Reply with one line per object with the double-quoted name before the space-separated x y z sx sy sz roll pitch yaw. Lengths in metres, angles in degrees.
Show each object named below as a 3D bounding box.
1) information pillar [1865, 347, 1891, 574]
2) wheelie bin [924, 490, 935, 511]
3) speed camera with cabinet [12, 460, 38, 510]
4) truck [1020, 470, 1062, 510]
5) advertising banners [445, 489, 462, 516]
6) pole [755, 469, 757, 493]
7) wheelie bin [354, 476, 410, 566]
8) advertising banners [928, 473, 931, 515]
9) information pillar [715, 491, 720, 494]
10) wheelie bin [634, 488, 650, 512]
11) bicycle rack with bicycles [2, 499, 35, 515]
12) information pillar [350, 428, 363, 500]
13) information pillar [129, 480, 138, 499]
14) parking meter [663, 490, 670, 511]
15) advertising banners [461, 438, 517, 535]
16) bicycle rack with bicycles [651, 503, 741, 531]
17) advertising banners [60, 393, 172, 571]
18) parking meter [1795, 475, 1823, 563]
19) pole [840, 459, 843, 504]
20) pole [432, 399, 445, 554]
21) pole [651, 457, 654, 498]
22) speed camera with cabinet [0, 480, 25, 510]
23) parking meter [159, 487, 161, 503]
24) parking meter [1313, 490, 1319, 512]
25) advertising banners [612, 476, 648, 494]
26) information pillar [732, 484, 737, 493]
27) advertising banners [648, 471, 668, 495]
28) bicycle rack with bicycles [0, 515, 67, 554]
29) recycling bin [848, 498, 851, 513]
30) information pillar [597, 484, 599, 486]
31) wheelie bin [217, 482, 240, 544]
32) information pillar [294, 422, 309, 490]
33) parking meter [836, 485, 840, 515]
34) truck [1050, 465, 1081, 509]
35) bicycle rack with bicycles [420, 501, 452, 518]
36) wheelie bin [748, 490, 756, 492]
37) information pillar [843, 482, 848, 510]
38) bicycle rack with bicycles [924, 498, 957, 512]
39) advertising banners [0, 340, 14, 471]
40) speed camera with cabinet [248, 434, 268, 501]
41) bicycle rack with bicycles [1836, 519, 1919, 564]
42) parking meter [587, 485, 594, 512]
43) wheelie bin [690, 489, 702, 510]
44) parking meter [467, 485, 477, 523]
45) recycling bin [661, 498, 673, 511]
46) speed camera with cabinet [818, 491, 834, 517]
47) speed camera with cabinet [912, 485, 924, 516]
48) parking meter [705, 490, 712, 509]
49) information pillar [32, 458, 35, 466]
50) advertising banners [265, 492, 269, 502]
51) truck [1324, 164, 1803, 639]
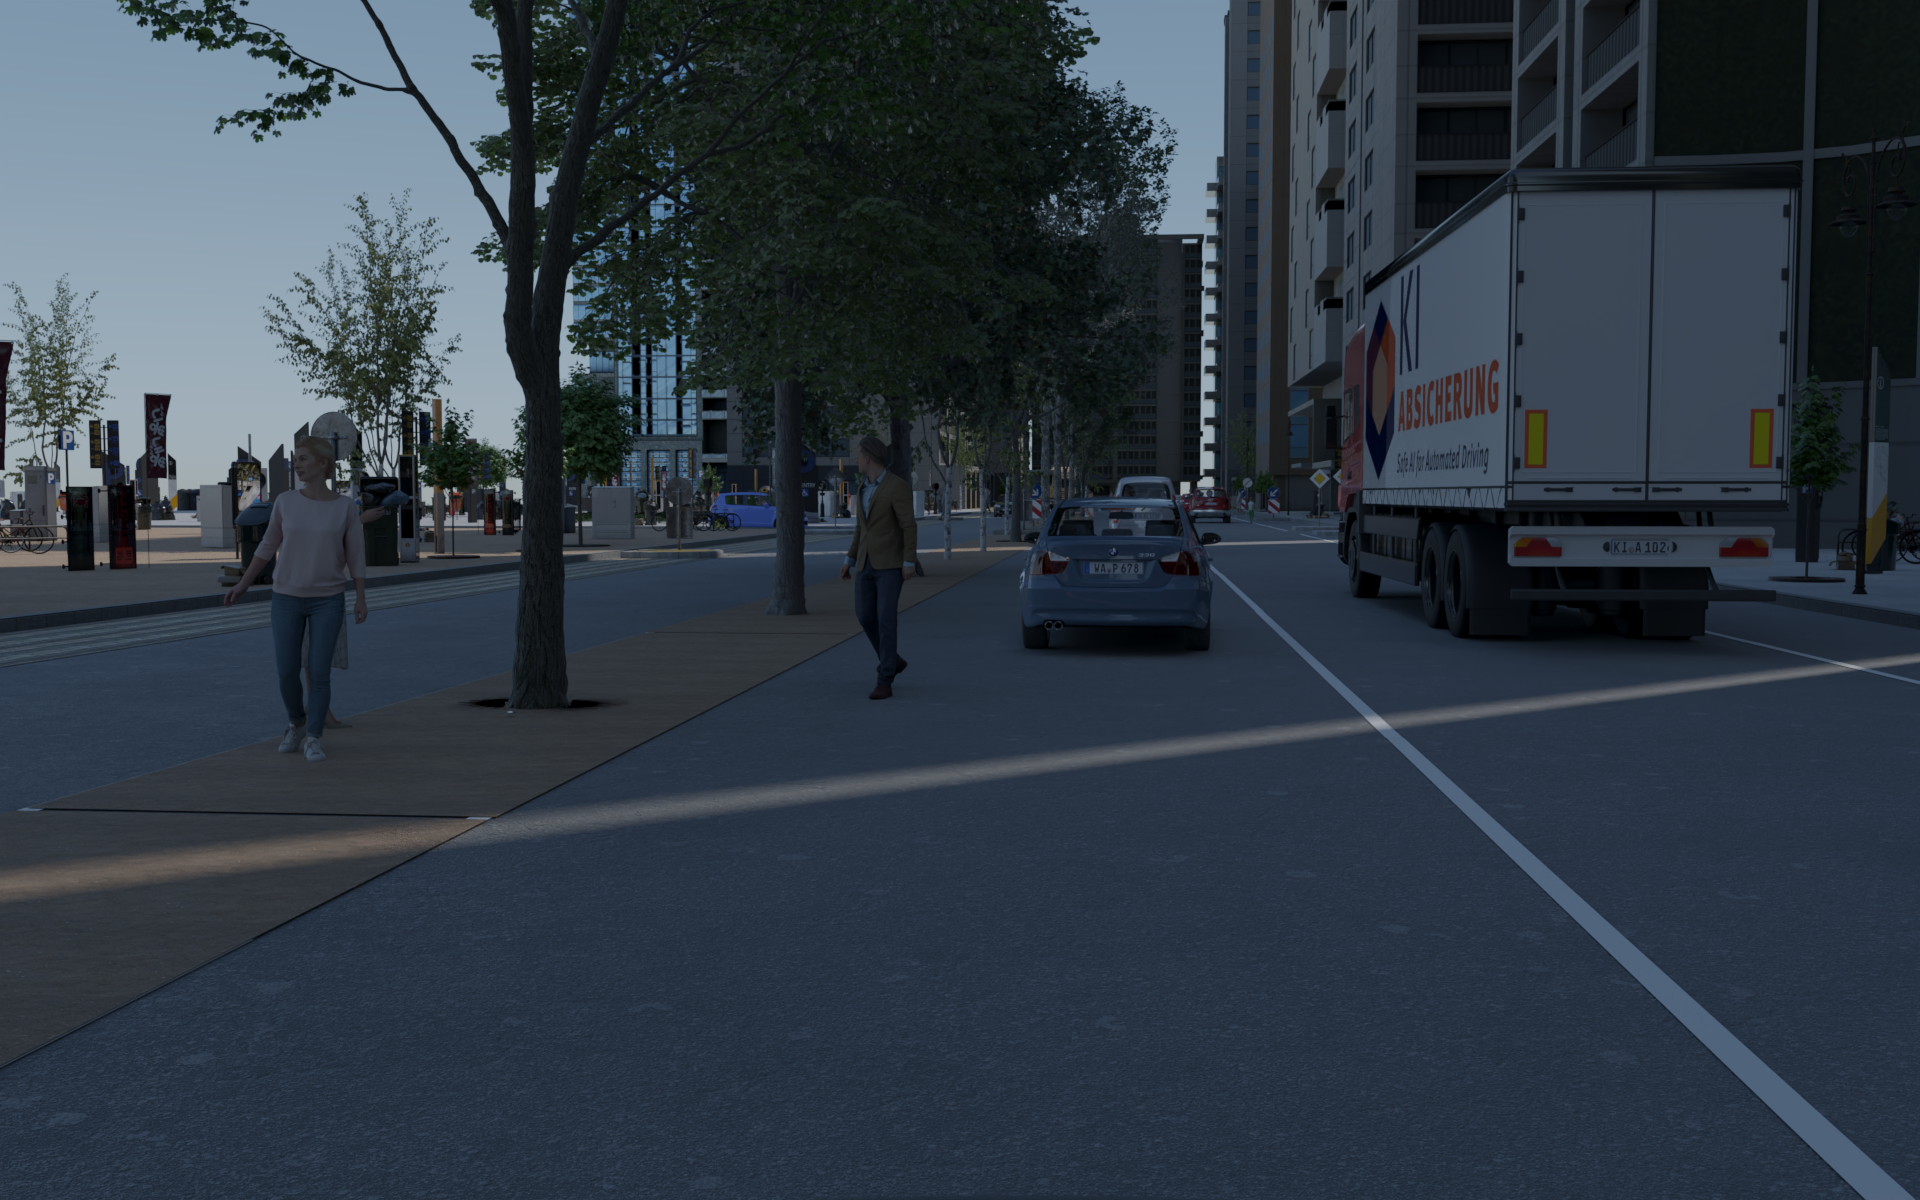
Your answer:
"information pillar" 14.757 -2.231 27.840 0.504 3.616 0.183 -3 4 -36
"wheelie bin" -2.346 -7.696 133.742 0.980 1.594 0.693 1 4 16
"speed camera with cabinet" -54.655 -6.565 101.670 2.038 3.252 0.660 3 4 38
"truck" 6.605 -8.796 139.739 3.469 3.379 9.791 0 4 7
"advertising banners" -30.193 -6.530 102.960 0.090 3.025 2.074 2 4 31
"pole" -16.652 -9.024 141.393 0.158 3.312 0.155 0 3 0
"wheelie bin" -10.325 -1.407 30.915 0.980 1.594 0.693 -1 4 -20
"advertising banners" -1.874 -6.722 106.092 0.090 3.025 2.074 0 4 2
"information pillar" -19.569 -8.269 139.697 0.304 2.012 0.304 0 4 3
"wheelie bin" -16.817 -5.107 91.399 0.693 1.594 0.980 -3 5 -42
"bicycle rack with bicycles" -66.842 -6.671 122.446 2.852 0.926 2.925 -3 4 -38
"information pillar" -19.509 -3.952 55.976 0.183 3.616 0.504 2 4 26
"information pillar" -41.806 -5.086 87.656 0.304 2.012 0.304 0 4 -3
"parking meter" -16.661 -5.498 98.301 0.372 1.533 0.369 0 3 0
"advertising banners" -14.664 -3.538 54.031 2.074 3.025 0.090 2 4 29
"bicycle rack with bicycles" -8.949 -2.872 60.341 2.925 0.926 2.852 1 4 17
"advertising banners" -14.324 -2.038 29.502 0.090 3.025 2.074 2 4 31
"parking meter" 15.959 -1.641 32.547 0.399 1.863 0.255 3 5 44
"pole" -6.878 -6.517 100.397 0.158 3.312 0.155 0 3 0
"pole" -11.199 -2.650 37.175 0.158 3.312 0.155 0 3 0
"pole" -17.089 -6.266 96.288 0.158 3.312 0.155 0 3 0
"speed camera with cabinet" -60.510 -7.094 110.317 2.038 3.252 0.660 -3 5 -41
"parking meter" -64.492 -8.170 139.288 0.255 1.863 0.399 0 4 -7
"parking meter" 25.086 -6.947 121.997 0.372 1.533 0.369 0 3 0
"advertising banners" -19.102 -6.319 99.506 2.074 3.025 0.090 -2 4 -27
"information pillar" -16.580 -7.506 127.214 0.304 2.012 0.304 0 3 0
"advertising banners" -23.294 -8.318 132.191 2.074 3.025 0.090 1 4 9
"bicycle rack with bicycles" -20.595 -1.443 36.974 2.852 0.926 2.925 3 4 39
"recycling bin" -7.427 -6.459 118.152 0.722 1.027 0.722 1 4 13
"information pillar" -26.290 -8.270 126.576 0.504 3.616 0.183 1 4 23
"wheelie bin" -18.749 -2.249 44.672 0.980 1.594 0.693 -2 4 -30
"information pillar" -21.225 -3.951 55.949 0.504 3.616 0.183 0 4 3
"parking meter" -7.521 -6.273 108.281 0.399 1.863 0.255 -3 5 -42
"truck" 10.129 -10.890 166.968 2.839 4.237 11.283 0 4 7
"bicycle rack with bicycles" -29.354 -4.939 94.127 2.925 0.926 2.852 3 4 38
"wheelie bin" -16.761 -8.041 139.376 0.980 1.594 0.693 -2 4 -32
"information pillar" -6.823 -6.050 103.404 0.304 2.012 0.304 0 4 -4
"bicycle rack with bicycles" -1.584 -7.925 142.958 2.852 0.926 2.925 0 4 -6
"advertising banners" -11.627 -1.409 19.229 2.074 3.025 0.090 -2 4 -33
"speed camera with cabinet" -23.543 -3.785 56.217 0.660 3.252 2.038 2 4 35
"bicycle rack with bicycles" 17.884 -1.170 32.514 2.925 0.926 2.852 1 4 15
"parking meter" -23.147 -6.282 108.425 0.399 1.863 0.255 -2 4 -33
"wheelie bin" -15.350 -5.680 100.777 0.693 1.594 0.980 -2 4 -28
"parking meter" -21.727 -4.372 77.185 0.255 1.863 0.399 3 5 40
"recycling bin" -21.159 -6.869 124.858 0.722 1.027 0.722 1 4 9
"speed camera with cabinet" -8.224 -6.381 98.673 2.038 3.252 0.660 1 4 17
"speed camera with cabinet" -2.829 -6.616 102.507 0.660 3.252 2.038 -2 4 -30
"parking meter" -13.911 -5.347 95.840 0.372 1.533 0.369 0 3 0
"information pillar" -57.390 -7.092 107.313 0.183 3.616 0.504 -1 4 -18
"advertising banners" -48.665 -7.630 120.932 2.074 3.025 0.090 2 4 25
"truck" 6.338 -1.928 20.436 2.839 4.237 11.283 0 4 4
